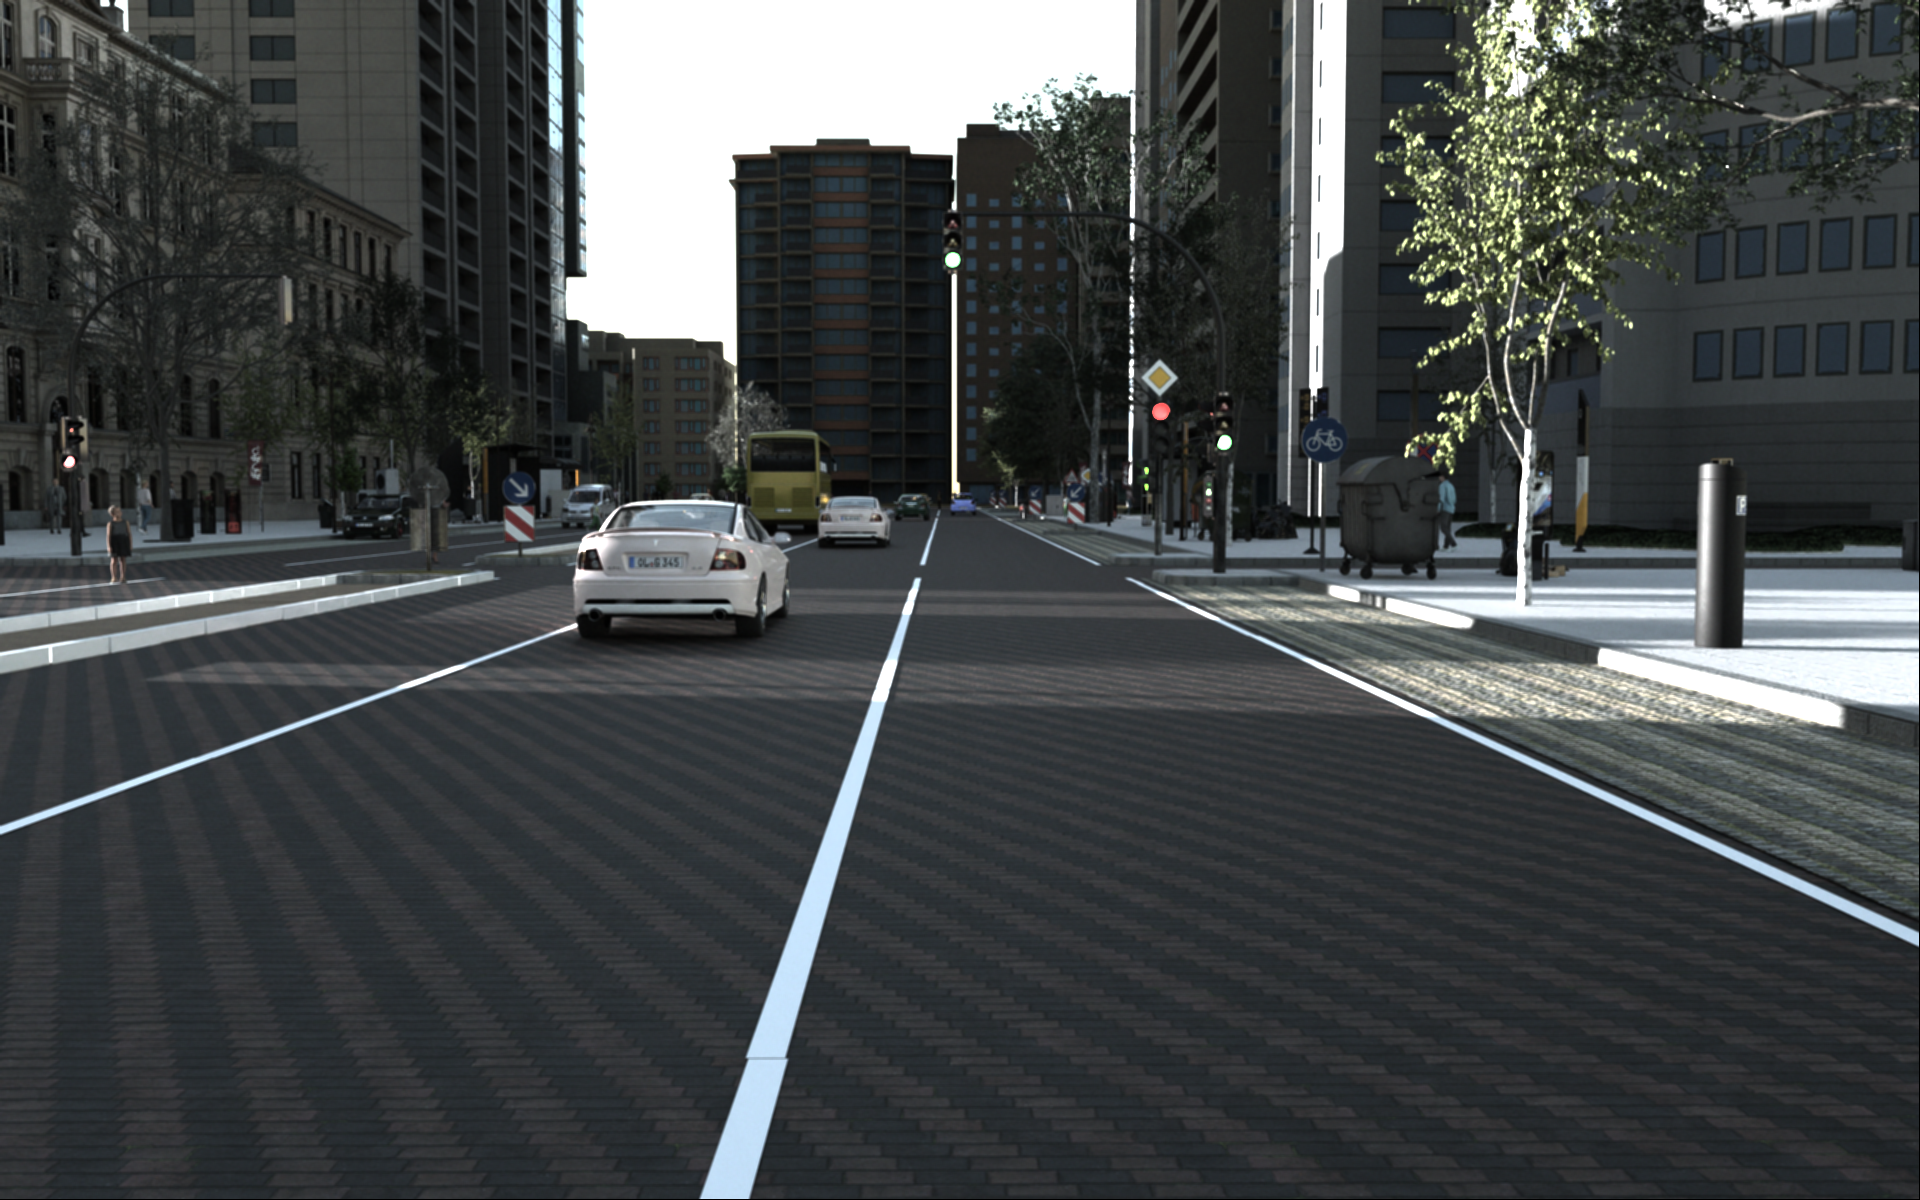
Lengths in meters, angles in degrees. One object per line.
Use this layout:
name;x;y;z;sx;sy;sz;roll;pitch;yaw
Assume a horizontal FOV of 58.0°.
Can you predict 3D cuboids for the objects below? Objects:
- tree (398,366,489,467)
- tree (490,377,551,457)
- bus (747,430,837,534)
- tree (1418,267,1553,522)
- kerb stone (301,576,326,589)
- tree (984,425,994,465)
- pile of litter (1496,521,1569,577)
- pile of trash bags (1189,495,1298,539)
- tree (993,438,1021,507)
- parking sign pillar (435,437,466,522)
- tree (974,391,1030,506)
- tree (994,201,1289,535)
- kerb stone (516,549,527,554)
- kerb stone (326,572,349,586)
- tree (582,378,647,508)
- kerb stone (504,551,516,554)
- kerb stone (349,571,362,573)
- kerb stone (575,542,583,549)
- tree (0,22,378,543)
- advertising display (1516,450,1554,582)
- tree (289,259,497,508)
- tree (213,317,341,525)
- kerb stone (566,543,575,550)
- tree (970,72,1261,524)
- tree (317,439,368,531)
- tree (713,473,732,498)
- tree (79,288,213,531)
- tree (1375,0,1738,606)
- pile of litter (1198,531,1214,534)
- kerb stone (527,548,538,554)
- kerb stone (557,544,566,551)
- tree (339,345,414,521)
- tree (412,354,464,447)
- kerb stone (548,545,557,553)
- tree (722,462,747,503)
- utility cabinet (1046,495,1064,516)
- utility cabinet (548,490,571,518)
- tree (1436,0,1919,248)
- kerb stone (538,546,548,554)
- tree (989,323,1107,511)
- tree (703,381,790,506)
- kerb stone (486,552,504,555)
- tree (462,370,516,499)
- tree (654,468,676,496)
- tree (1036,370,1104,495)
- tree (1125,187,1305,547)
tree;-29.205;-8.967;96.980;4.360;8.622;3.978;0;3;0
tree;-27.198;-9.604;107.393;4.360;8.622;3.978;0;3;0
bus;-6.319;-4.539;65.761;2.896;3.916;12.252;0;4;-2
tree;16.952;-6.416;55.256;4.360;8.622;3.978;0;3;0
kerb stone;-9.911;-0.251;26.303;0.120;0.150;1.000;0;4;-1
tree;5.661;-13.282;151.568;8.767;10.594;7.601;2;4;32
pile of litter;9.053;-0.824;27.445;1.176;0.858;1.719;2;4;29
pile of trash bags;8.180;-2.490;50.465;3.447;1.369;1.912;3;5;40
tree;5.605;-13.778;175.632;4.737;8.622;4.395;0;3;0
parking sign pillar;-23.857;-5.655;80.928;1.447;3.967;1.447;2;4;32
tree;5.407;-16.477;187.527;7.486;12.596;7.792;0;3;0
tree;6.893;-7.346;54.520;7.601;10.594;8.767;-3;5;-39
kerb stone;-10.022;-1.038;39.159;0.120;0.150;1.000;0;4;-1
kerb stone;-9.919;-0.314;27.332;0.120;0.150;1.000;0;4;-1
tree;-21.631;-9.729;109.435;4.737;8.622;4.395;0;3;0
kerb stone;-10.017;-0.974;38.137;0.120;0.150;1.000;0;4;-1
kerb stone;-9.941;-0.377;28.359;0.120;0.150;1.000;0;4;-1
kerb stone;-10.088;-1.415;45.327;0.120;0.150;1.000;0;4;-1
tree;-21.196;-8.283;45.798;12.009;13.543;11.850;0;3;0
advertising display;8.513;-1.250;25.650;0.123;1.923;0.974;3;5;44
tree;-21.960;-8.242;69.165;7.601;10.594;8.767;2;4;25
tree;-29.243;-7.465;72.421;4.737;8.622;4.395;0;3;0
kerb stone;-10.073;-1.349;44.305;0.120;0.150;1.000;0;4;-1
tree;6.680;-13.469;76.100;12.611;20.169;13.585;0;3;0
tree;-21.569;-4.071;61.167;1.663;3.219;1.824;0;3;0
tree;-21.669;-10.077;159.358;1.663;3.219;1.824;0;3;0
tree;-28.445;-6.723;60.281;4.360;8.622;3.978;0;3;0
tree;6.641;-4.254;19.920;4.737;8.622;4.395;0;3;0
pile of litter;8.589;-2.580;56.154;1.719;0.858;1.176;1;4;14
kerb stone;-10.042;-1.098;40.192;0.120;0.150;1.000;0;4;-1
kerb stone;-10.069;-1.290;43.283;0.120;0.150;1.000;0;4;-1
tree;-27.988;-7.788;77.700;4.737;8.622;4.395;0;3;0
tree;-27.539;-8.263;85.465;4.737;8.622;4.395;0;3;0
kerb stone;-10.057;-1.227;42.253;0.120;0.150;1.000;0;4;-1
tree;-22.878;-11.861;177.640;4.285;4.588;4.351;0;3;0
utility cabinet;5.452;-5.400;99.457;1.020;1.237;0.306;1;4;18
utility cabinet;-21.534;-5.166;93.139;1.173;1.500;0.318;-1;4;-11
tree;7.247;-4.709;11.407;8.767;10.594;7.601;0;4;5
kerb stone;-10.046;-1.164;41.221;0.120;0.150;1.000;0;4;-1
tree;6.345;-13.608;129.153;9.857;13.997;8.962;0;3;0
tree;-22.734;-16.935;187.254;12.009;13.543;11.850;0;3;0
kerb stone;-10.009;-0.912;37.110;0.120;0.150;1.000;0;4;-1
tree;-28.362;-9.250;101.605;4.737;8.622;4.395;0;3;0
tree;-21.818;-8.185;128.423;1.663;3.219;1.824;0;3;0
tree;6.307;-9.380;103.724;4.360;8.622;3.978;0;3;0
tree;6.423;-5.605;42.008;4.360;8.622;3.978;0;3;0
